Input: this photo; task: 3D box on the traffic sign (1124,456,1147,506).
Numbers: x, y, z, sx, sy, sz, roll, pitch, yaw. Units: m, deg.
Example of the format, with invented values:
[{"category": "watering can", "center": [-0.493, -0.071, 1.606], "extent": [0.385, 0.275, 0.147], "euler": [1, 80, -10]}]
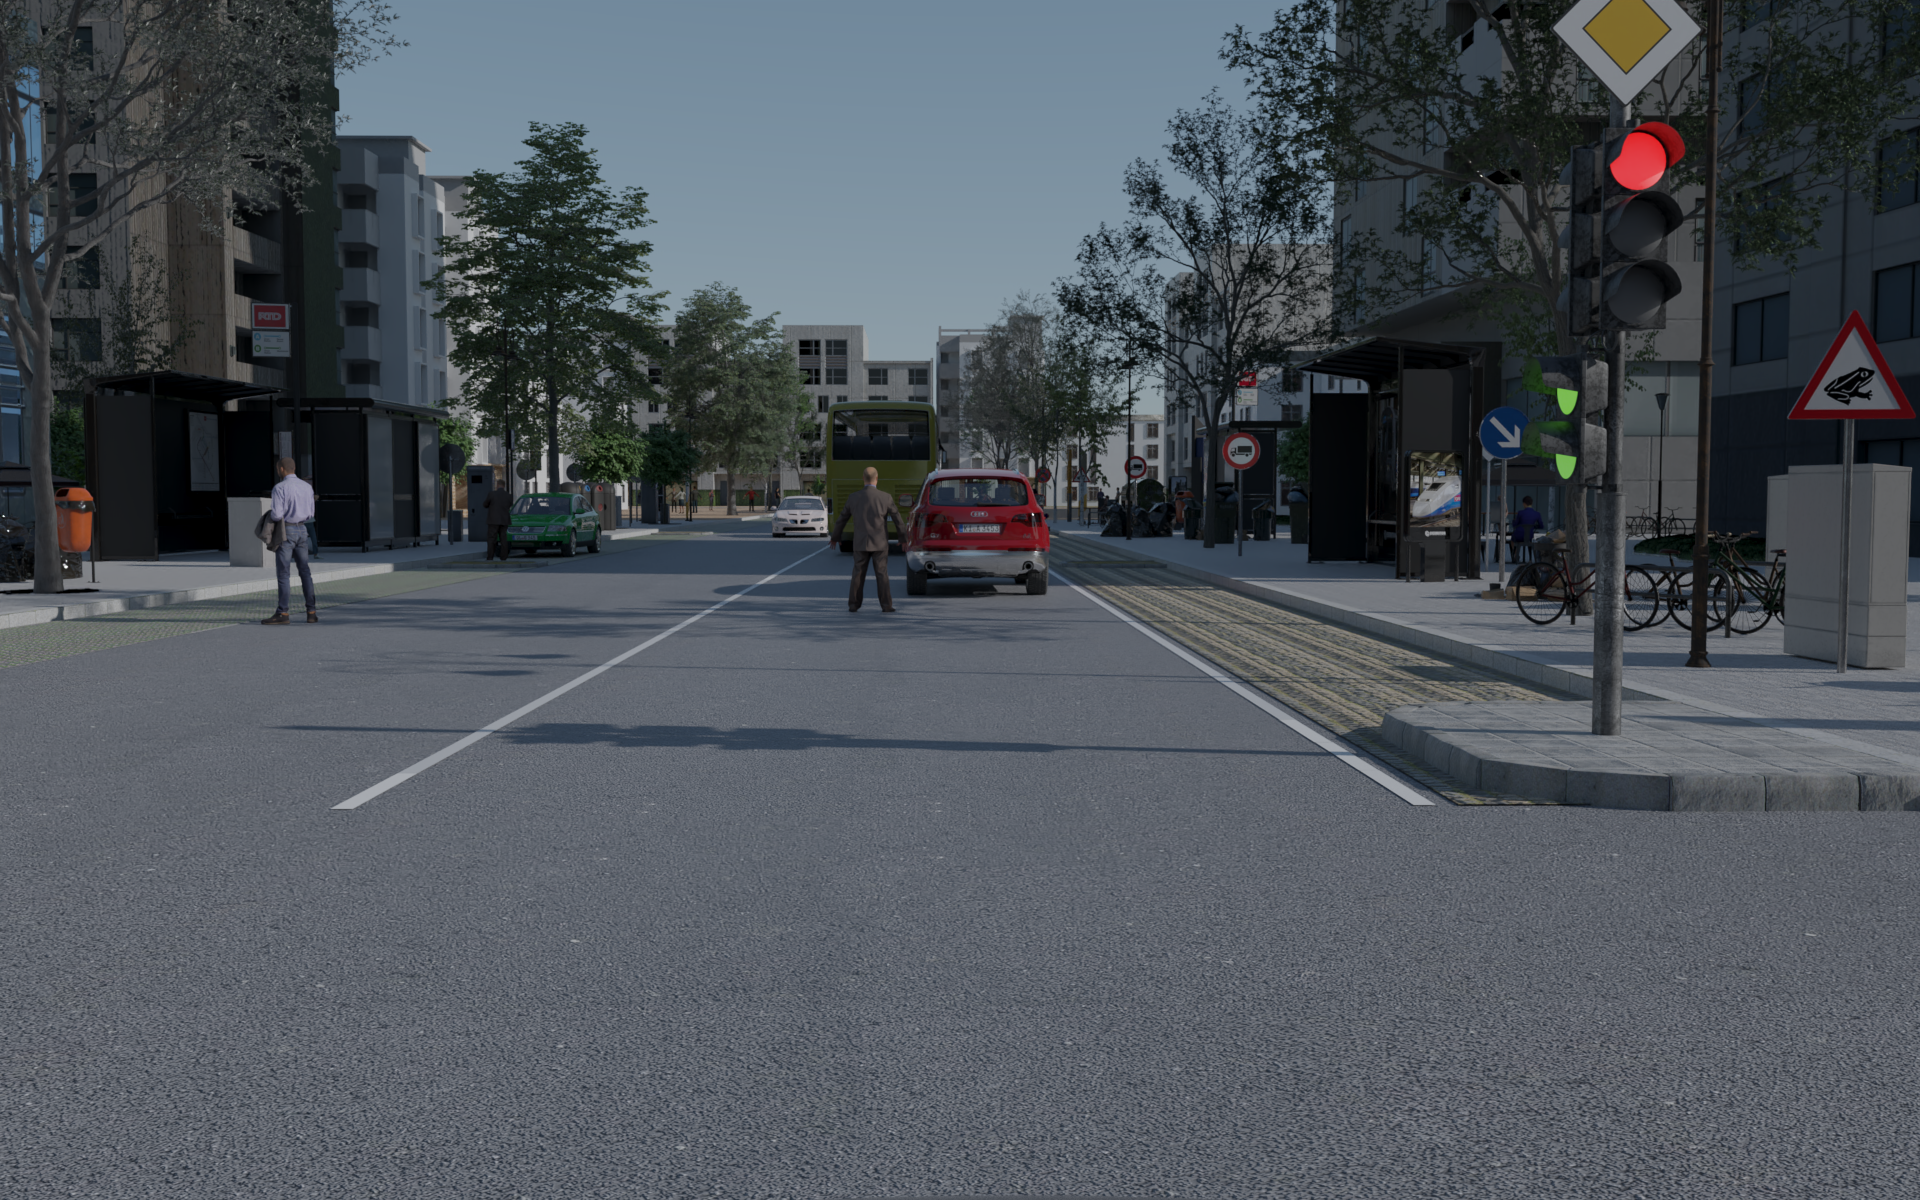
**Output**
[{"category": "traffic sign", "center": [5.829, -3.509, 57.481], "extent": [0.768, 2.556, 0.104], "euler": [0, 4, 8]}]

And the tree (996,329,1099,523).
[{"category": "tree", "center": [3.971, -7.704, 76.316], "extent": [4.360, 8.622, 3.978], "euler": [0, 3, 0]}]

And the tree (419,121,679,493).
[{"category": "tree", "center": [-12.439, -8.239, 52.842], "extent": [7.486, 12.596, 7.792], "euler": [0, 3, 0]}]

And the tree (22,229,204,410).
[{"category": "tree", "center": [-23.031, -5.939, 47.471], "extent": [4.360, 8.622, 3.978], "euler": [0, 3, 0]}]

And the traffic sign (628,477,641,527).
[{"category": "traffic sign", "center": [-12.956, -4.157, 67.976], "extent": [0.884, 2.594, 0.081], "euler": [1, 4, 9]}]

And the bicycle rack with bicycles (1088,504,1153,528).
[{"category": "bicycle rack with bicycles", "center": [6.026, -3.129, 64.543], "extent": [2.852, 0.926, 2.925], "euler": [-2, 4, -26]}]

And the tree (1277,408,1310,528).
[{"category": "tree", "center": [13.324, -5.020, 65.797], "extent": [4.285, 4.588, 4.351], "euler": [0, 3, 0]}]

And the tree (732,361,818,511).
[{"category": "tree", "center": [-14.319, -12.580, 131.439], "extent": [9.928, 11.665, 9.643], "euler": [0, 3, 0]}]

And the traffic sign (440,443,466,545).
[{"category": "traffic sign", "center": [-12.832, -2.663, 43.638], "extent": [0.768, 2.556, 0.104], "euler": [0, 4, 4]}]

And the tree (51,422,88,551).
[{"category": "tree", "center": [-19.478, -2.724, 39.137], "extent": [1.663, 3.219, 1.824], "euler": [0, 3, 0]}]

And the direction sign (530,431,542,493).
[{"category": "direction sign", "center": [-14.258, -4.051, 58.230], "extent": [0.379, 3.537, 0.876], "euler": [-3, 4, -37]}]

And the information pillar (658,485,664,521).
[{"category": "information pillar", "center": [-14.227, -4.746, 82.082], "extent": [0.304, 2.012, 0.304], "euler": [-2, 4, -24]}]

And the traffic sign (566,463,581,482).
[{"category": "traffic sign", "center": [-15.866, -4.358, 71.358], "extent": [0.768, 2.556, 0.104], "euler": [1, 4, 8]}]

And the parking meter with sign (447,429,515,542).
[{"category": "parking meter with sign", "center": [-12.906, -3.081, 46.642], "extent": [1.738, 3.016, 0.543], "euler": [0, 4, -5]}]

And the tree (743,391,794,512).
[{"category": "tree", "center": [-13.619, -10.450, 121.226], "extent": [4.360, 8.622, 3.978], "euler": [0, 3, 0]}]

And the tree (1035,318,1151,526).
[{"category": "tree", "center": [5.059, -7.216, 68.343], "extent": [4.737, 8.622, 4.395], "euler": [0, 3, 0]}]

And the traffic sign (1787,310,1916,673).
[{"category": "traffic sign", "center": [6.321, -0.755, 12.343], "extent": [0.884, 2.594, 0.081], "euler": [0, 4, 2]}]

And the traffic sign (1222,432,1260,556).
[{"category": "traffic sign", "center": [5.784, -2.176, 35.682], "extent": [0.768, 2.556, 0.104], "euler": [0, 4, 6]}]

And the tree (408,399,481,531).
[{"category": "tree", "center": [-18.337, -4.681, 60.248], "extent": [4.285, 4.588, 4.351], "euler": [0, 3, 0]}]

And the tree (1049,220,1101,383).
[{"category": "tree", "center": [5.740, -6.496, 40.618], "extent": [8.767, 10.594, 7.601], "euler": [2, 4, 28]}]

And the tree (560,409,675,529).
[{"category": "tree", "center": [-13.039, -4.900, 63.821], "extent": [4.285, 4.588, 4.351], "euler": [0, 3, 0]}]

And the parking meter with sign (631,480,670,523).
[{"category": "parking meter with sign", "center": [-13.598, -4.869, 75.862], "extent": [1.738, 3.016, 0.543], "euler": [0, 4, 6]}]

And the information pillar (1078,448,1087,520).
[{"category": "information pillar", "center": [5.950, -5.672, 84.099], "extent": [0.504, 3.616, 0.183], "euler": [3, 5, 41]}]

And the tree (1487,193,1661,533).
[{"category": "tree", "center": [15.003, -5.668, 43.035], "extent": [4.737, 8.622, 4.395], "euler": [0, 3, 0]}]

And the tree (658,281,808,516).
[{"category": "tree", "center": [-13.614, -12.014, 103.088], "extent": [9.857, 13.997, 8.962], "euler": [0, 3, 0]}]

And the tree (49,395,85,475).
[{"category": "tree", "center": [-30.046, -4.529, 57.756], "extent": [4.285, 4.588, 4.351], "euler": [0, 3, 0]}]

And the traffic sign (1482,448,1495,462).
[{"category": "traffic sign", "center": [8.707, -1.758, 28.473], "extent": [0.795, 2.593, 0.064], "euler": [0, 4, 7]}]

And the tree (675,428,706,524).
[{"category": "tree", "center": [-12.503, -5.482, 73.344], "extent": [4.285, 4.588, 4.351], "euler": [0, 3, 0]}]

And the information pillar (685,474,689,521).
[{"category": "information pillar", "center": [-12.913, -5.546, 82.026], "extent": [0.183, 3.616, 0.504], "euler": [0, 4, 1]}]

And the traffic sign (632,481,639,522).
[{"category": "traffic sign", "center": [-14.977, -4.901, 80.233], "extent": [0.768, 2.556, 0.104], "euler": [0, 4, 3]}]

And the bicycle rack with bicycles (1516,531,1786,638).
[{"category": "bicycle rack with bicycles", "center": [7.161, -0.184, 16.398], "extent": [2.852, 0.926, 2.925], "euler": [-2, 4, -27]}]

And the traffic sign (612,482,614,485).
[{"category": "traffic sign", "center": [-13.446, -3.982, 67.230], "extent": [0.606, 2.300, 0.079], "euler": [0, 4, 8]}]

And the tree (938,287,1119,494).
[{"category": "tree", "center": [4.521, -11.781, 102.984], "extent": [12.009, 13.543, 11.850], "euler": [0, 3, 0]}]

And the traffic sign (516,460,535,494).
[{"category": "traffic sign", "center": [-16.021, -3.909, 64.016], "extent": [0.768, 2.556, 0.104], "euler": [0, 3, 0]}]

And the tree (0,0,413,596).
[{"category": "tree", "center": [-11.950, -6.832, 22.066], "extent": [12.009, 13.543, 11.850], "euler": [0, 3, 0]}]

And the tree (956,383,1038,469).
[{"category": "tree", "center": [3.447, -13.745, 150.484], "extent": [9.928, 11.665, 9.643], "euler": [0, 3, 0]}]

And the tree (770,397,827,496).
[{"category": "tree", "center": [-14.201, -13.509, 155.290], "extent": [8.767, 10.594, 7.601], "euler": [0, 4, 1]}]

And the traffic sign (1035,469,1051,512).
[{"category": "traffic sign", "center": [3.929, -5.013, 82.073], "extent": [0.768, 2.556, 0.104], "euler": [0, 4, 2]}]

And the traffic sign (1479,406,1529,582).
[{"category": "traffic sign", "center": [7.918, -1.537, 25.242], "extent": [0.768, 2.556, 0.104], "euler": [0, 4, -1]}]

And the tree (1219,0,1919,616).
[{"category": "tree", "center": [6.687, -5.133, 18.336], "extent": [8.767, 10.594, 7.601], "euler": [1, 4, 18]}]
